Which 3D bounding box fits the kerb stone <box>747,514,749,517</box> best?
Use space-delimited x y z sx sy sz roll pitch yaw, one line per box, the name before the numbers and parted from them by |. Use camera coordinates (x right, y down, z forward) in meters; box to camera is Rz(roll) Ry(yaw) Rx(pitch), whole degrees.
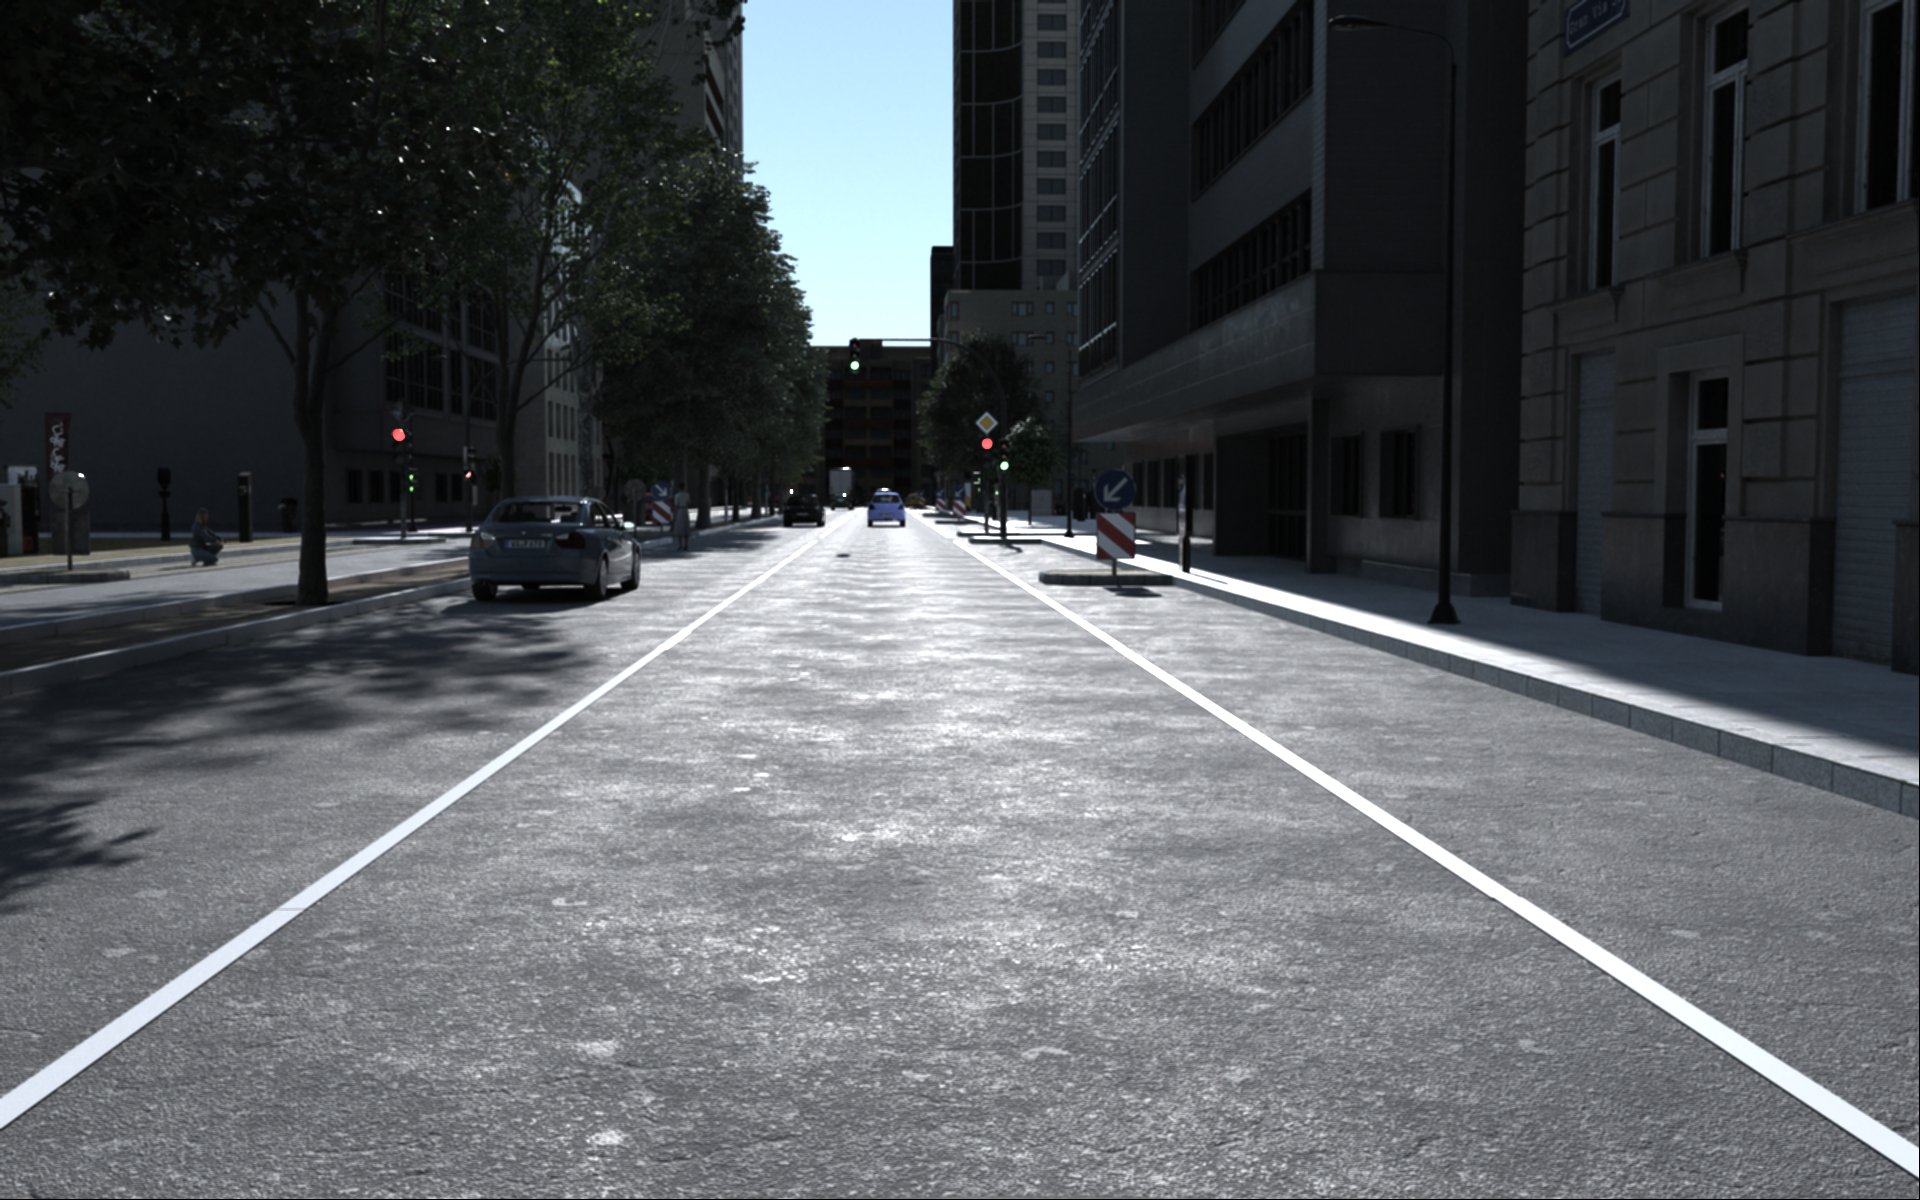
kerb stone | -13.129 -5.099 105.567 0.120 0.150 1.000 0 4 -3

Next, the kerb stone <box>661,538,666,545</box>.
kerb stone | -8.460 -1.620 48.683 0.120 0.150 1.000 0 4 -3

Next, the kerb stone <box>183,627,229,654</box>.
kerb stone | -6.999 0.383 15.933 0.120 0.150 1.000 0 4 -3

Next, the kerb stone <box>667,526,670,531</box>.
kerb stone | -11.381 -2.717 66.637 0.120 0.150 1.000 0 4 -3

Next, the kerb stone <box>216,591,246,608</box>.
kerb stone | -9.371 0.009 22.055 0.120 0.150 1.000 0 4 -3

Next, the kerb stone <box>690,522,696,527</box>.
kerb stone | -11.839 -3.345 76.885 0.120 0.150 1.000 0 4 -3

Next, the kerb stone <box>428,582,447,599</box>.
kerb stone | -7.366 -0.117 24.116 0.120 0.150 1.000 0 4 -3

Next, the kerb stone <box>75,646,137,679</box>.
kerb stone | -6.898 0.508 13.884 0.120 0.150 1.000 0 4 -3

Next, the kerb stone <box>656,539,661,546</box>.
kerb stone | -8.426 -1.557 47.662 0.120 0.150 1.000 0 4 -3

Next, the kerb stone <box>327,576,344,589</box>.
kerb stone | -9.548 -0.236 26.140 0.120 0.150 1.000 0 4 -3

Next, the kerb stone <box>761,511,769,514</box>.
kerb stone | -13.962 -6.228 124.025 0.120 0.150 1.000 0 4 -3

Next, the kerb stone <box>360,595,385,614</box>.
kerb stone | -7.223 0.070 21.047 0.120 0.150 1.000 0 4 -3

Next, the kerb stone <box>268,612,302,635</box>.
kerb stone | -7.086 0.261 17.975 0.120 0.150 1.000 0 4 -3

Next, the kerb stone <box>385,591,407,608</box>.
kerb stone | -7.275 0.010 22.069 0.120 0.150 1.000 0 4 -3

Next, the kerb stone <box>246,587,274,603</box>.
kerb stone | -9.415 -0.054 23.076 0.120 0.150 1.000 0 4 -3

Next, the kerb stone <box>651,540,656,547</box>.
kerb stone | -8.376 -1.495 46.640 0.120 0.150 1.000 0 4 -3

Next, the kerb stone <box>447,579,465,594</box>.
kerb stone | -7.408 -0.180 25.139 0.120 0.150 1.000 0 4 -3

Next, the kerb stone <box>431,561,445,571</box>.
kerb stone | -9.830 -0.616 32.285 0.120 0.150 1.000 0 4 -3

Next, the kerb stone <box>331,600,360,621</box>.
kerb stone | -7.182 0.133 20.025 0.120 0.150 1.000 0 4 -3

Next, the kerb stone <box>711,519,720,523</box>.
kerb stone | -12.301 -3.966 87.136 0.120 0.150 1.000 0 4 -3

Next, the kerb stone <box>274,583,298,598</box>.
kerb stone | -9.467 -0.116 24.097 0.120 0.150 1.000 0 4 -3

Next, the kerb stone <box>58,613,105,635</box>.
kerb stone | -9.186 0.263 17.964 0.120 0.150 1.000 0 4 -3

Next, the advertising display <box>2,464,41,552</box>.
advertising display | -20.586 -2.006 38.017 0.123 1.923 0.974 1 4 11

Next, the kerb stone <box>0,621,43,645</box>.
kerb stone | -9.152 0.321 16.943 0.120 0.150 1.000 0 4 -3

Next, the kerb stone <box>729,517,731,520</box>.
kerb stone | -12.580 -4.345 93.283 0.120 0.150 1.000 0 4 -3

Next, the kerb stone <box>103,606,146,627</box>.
kerb stone | -9.234 0.196 18.993 0.120 0.150 1.000 0 4 -3

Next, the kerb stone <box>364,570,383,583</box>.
kerb stone | -9.644 -0.367 28.194 0.120 0.150 1.000 0 4 -3

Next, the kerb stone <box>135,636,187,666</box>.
kerb stone | -6.940 0.450 14.906 0.120 0.150 1.000 0 4 -3

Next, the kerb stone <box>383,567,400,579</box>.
kerb stone | -9.689 -0.429 29.215 0.120 0.150 1.000 0 4 -3

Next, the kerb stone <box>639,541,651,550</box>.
kerb stone | -8.333 -1.429 45.616 0.120 0.150 1.000 0 4 -3

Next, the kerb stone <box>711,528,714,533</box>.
kerb stone | -9.098 -2.472 62.617 0.120 0.150 1.000 0 4 -3

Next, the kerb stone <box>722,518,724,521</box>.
kerb stone | -12.386 -4.097 89.184 0.120 0.150 1.000 0 4 -3

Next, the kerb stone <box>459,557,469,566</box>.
kerb stone | -9.922 -0.742 34.327 0.120 0.150 1.000 0 4 -3

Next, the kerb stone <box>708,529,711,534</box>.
kerb stone | -9.047 -2.405 61.596 0.120 0.150 1.000 0 4 -3

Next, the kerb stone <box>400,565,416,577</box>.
kerb stone | -9.737 -0.492 30.240 0.120 0.150 1.000 0 4 -3

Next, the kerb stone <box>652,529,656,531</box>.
kerb stone | -11.185 -2.460 62.526 0.120 0.150 1.000 0 4 -3

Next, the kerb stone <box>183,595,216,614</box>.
kerb stone | -9.320 0.071 21.035 0.120 0.150 1.000 0 4 -3

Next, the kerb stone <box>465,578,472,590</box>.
kerb stone | -7.457 -0.243 26.169 0.120 0.150 1.000 0 4 -3

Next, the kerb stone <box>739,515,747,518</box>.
kerb stone | -13.093 -5.037 104.545 0.120 0.150 1.000 0 4 -3

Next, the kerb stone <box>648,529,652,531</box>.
kerb stone | -11.149 -2.404 61.501 0.120 0.150 1.000 0 4 -3

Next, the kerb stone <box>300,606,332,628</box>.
kerb stone | -7.135 0.196 18.998 0.120 0.150 1.000 0 4 -3

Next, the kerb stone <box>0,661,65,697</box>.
kerb stone | -6.855 0.571 12.863 0.120 0.150 1.000 0 4 -3

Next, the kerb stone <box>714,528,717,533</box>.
kerb stone | -9.147 -2.535 63.648 0.120 0.150 1.000 0 4 -3

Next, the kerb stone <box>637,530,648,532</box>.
kerb stone | -11.095 -2.341 60.471 0.120 0.150 1.000 0 4 -3

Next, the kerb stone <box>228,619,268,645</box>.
kerb stone | -7.036 0.321 16.954 0.120 0.150 1.000 0 4 -3

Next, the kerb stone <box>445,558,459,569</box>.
kerb stone | -9.871 -0.680 33.307 0.120 0.150 1.000 0 4 -3

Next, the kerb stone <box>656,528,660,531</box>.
kerb stone | -11.239 -2.530 63.553 0.120 0.150 1.000 0 4 -3

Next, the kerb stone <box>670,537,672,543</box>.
kerb stone | -8.554 -1.745 50.725 0.120 0.150 1.000 0 4 -3

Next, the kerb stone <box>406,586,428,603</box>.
kerb stone | -7.316 -0.055 23.094 0.120 0.150 1.000 0 4 -3

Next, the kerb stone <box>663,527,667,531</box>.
kerb stone | -11.329 -2.656 65.616 0.120 0.150 1.000 0 4 -3

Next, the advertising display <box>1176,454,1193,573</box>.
advertising display | 3.698 -1.425 28.516 0.123 1.923 0.974 0 4 -2

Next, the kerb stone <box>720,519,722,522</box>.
kerb stone | -12.344 -4.034 88.159 0.120 0.150 1.000 0 4 -3

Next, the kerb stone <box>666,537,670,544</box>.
kerb stone | -8.518 -1.677 49.704 0.120 0.150 1.000 0 4 -3

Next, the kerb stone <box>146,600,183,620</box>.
kerb stone | -9.278 0.134 20.014 0.120 0.150 1.000 0 4 -3

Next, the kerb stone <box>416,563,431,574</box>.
kerb stone | -9.788 -0.554 31.261 0.120 0.150 1.000 0 4 -3

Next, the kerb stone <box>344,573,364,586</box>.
kerb stone | -9.603 -0.300 27.165 0.120 0.150 1.000 0 4 -3

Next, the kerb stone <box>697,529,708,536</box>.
kerb stone | -8.996 -2.347 60.575 0.120 0.150 1.000 0 4 -3
